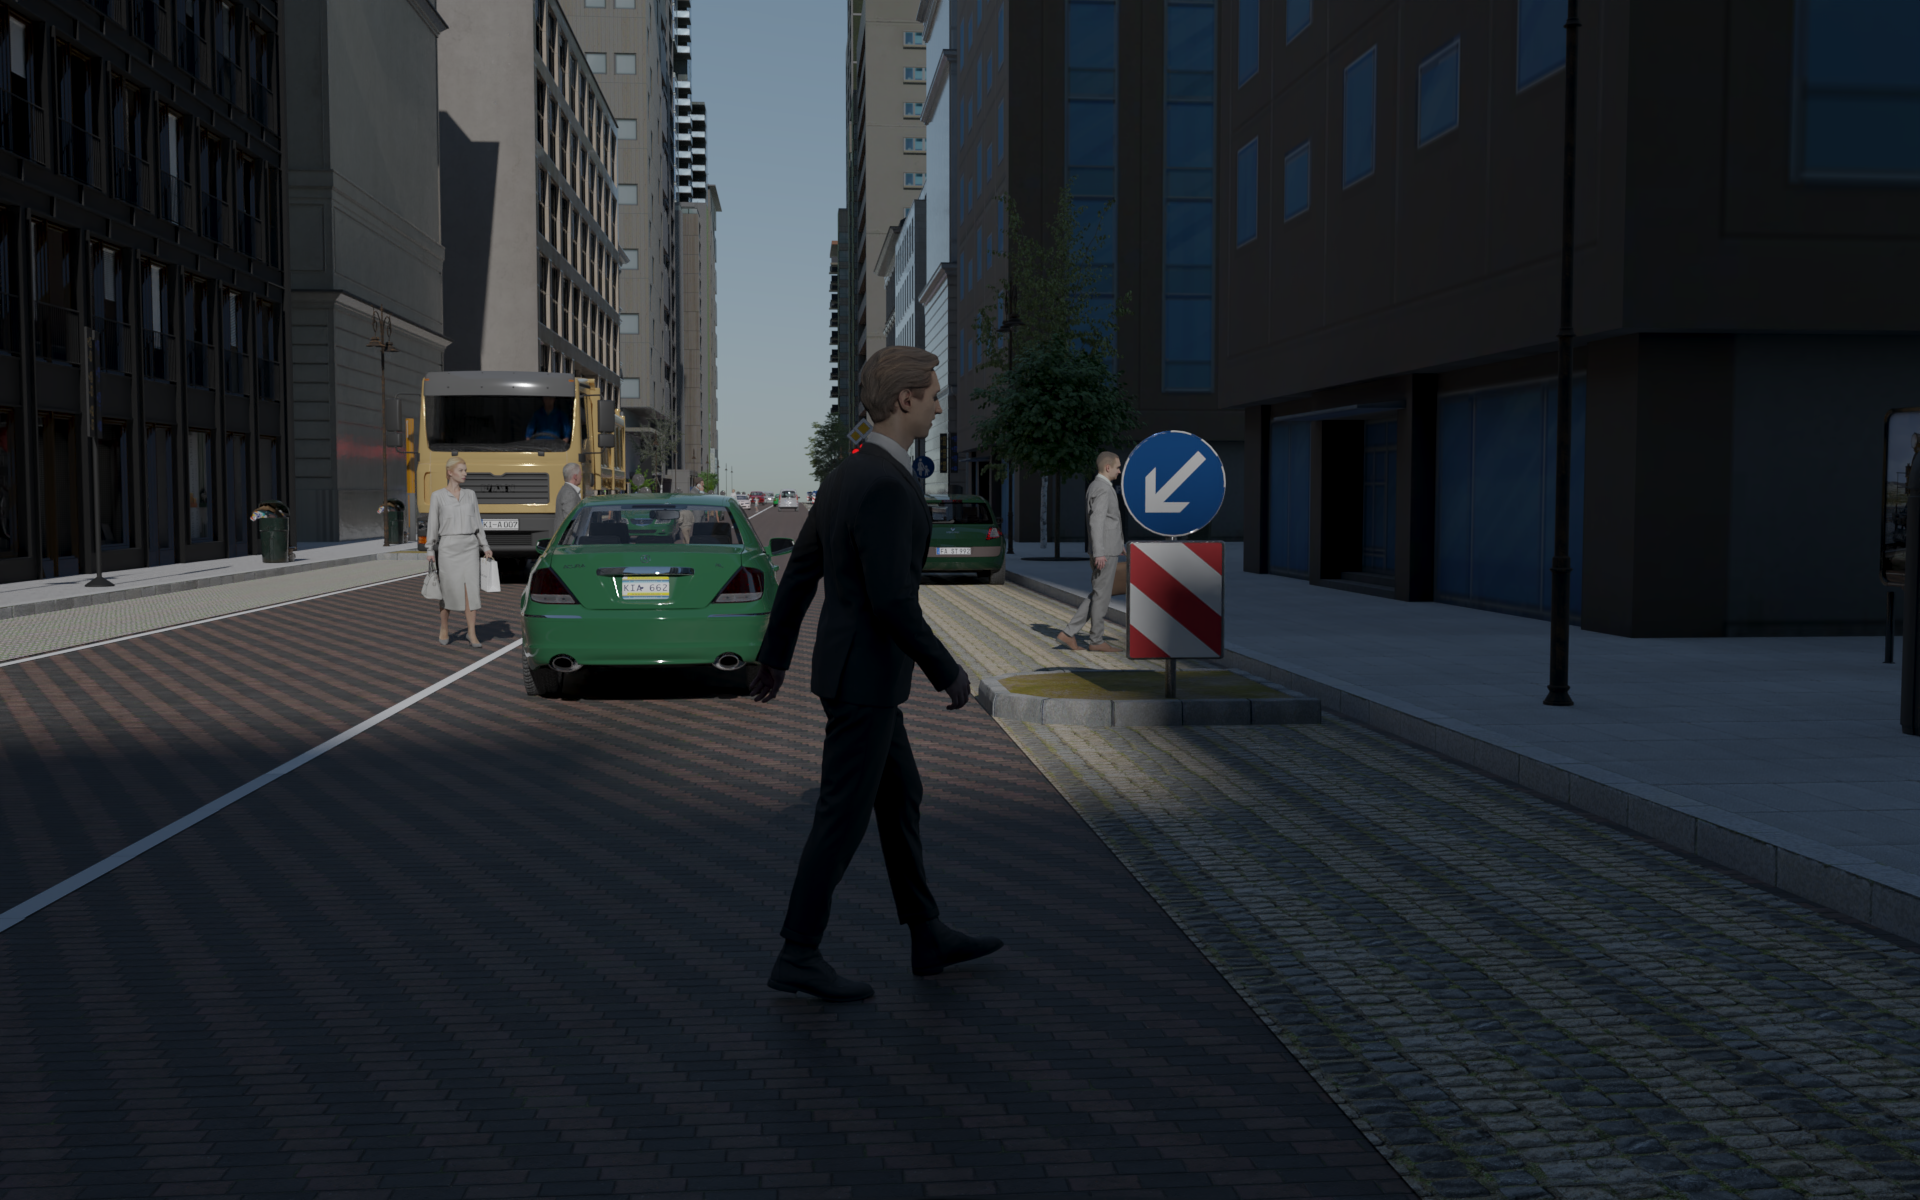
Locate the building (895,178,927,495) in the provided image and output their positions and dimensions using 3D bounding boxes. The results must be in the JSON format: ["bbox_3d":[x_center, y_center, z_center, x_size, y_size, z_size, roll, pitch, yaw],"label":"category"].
[{"bbox_3d":[2.014,-14.908,98.491,10.420,20.320,16.860,0,4,-5],"label":"building"}]

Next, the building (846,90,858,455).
[{"bbox_3d":[-4.190,-30.317,179.273,14.154,41.232,14.086,0,4,-5],"label":"building"}]

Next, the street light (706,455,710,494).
[{"bbox_3d":[-29.097,-13.873,199.602,0.468,5.910,1.993,0,4,-5],"label":"street light"}]

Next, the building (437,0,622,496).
[{"bbox_3d":[-28.453,-17.247,86.510,19.350,26.468,34.151,0,4,-5],"label":"building"}]

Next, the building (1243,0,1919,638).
[{"bbox_3d":[11.853,-22.702,21.293,14.600,45.320,14.200,0,4,-5],"label":"building"}]

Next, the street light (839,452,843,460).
[{"bbox_3d":[-11.676,-12.060,169.968,0.468,5.910,1.993,0,4,-5],"label":"street light"}]

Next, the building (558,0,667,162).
[{"bbox_3d":[-40.872,-34.752,157.426,28.713,52.752,27.495,0,4,-5],"label":"building"}]

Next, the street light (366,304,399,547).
[{"bbox_3d":[-14.041,-4.247,42.227,0.468,5.910,1.993,0,4,-5],"label":"street light"}]

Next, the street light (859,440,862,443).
[{"bbox_3d":[-6.841,-8.968,119.412,0.468,5.910,1.993,0,4,-5],"label":"street light"}]

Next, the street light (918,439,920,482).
[{"bbox_3d":[-1.491,-5.524,63.110,0.468,5.910,1.993,0,4,-5],"label":"street light"}]

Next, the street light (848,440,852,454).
[{"bbox_3d":[-9.183,-10.552,145.307,0.468,5.910,1.993,0,4,-5],"label":"street light"}]

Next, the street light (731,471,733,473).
[{"bbox_3d":[-37.153,-18.924,282.194,0.468,5.910,1.993,0,4,-5],"label":"street light"}]

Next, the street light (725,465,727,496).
[{"bbox_3d":[-34.592,-17.345,256.384,0.468,5.910,1.993,0,4,-5],"label":"street light"}]

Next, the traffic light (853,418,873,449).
[{"bbox_3d":[-3.558,-4.576,63.737,0.839,4.253,0.868,0,4,-5],"label":"traffic light"}]

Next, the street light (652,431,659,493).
[{"bbox_3d":[-21.868,-9.291,124.698,0.468,5.910,1.993,0,4,-5],"label":"street light"}]

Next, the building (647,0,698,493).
[{"bbox_3d":[-38.291,-45.442,181.227,20.563,71.187,20.611,0,4,-5],"label":"building"}]

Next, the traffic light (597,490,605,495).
[{"bbox_3d":[-14.732,-5.000,70.676,0.839,4.253,0.868,0,4,-5],"label":"traffic light"}]

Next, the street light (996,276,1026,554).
[{"bbox_3d":[1.081,-3.923,36.932,0.468,5.910,1.993,0,4,-5],"label":"street light"}]

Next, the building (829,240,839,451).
[{"bbox_3d":[-10.832,-38.982,291.972,22.147,44.769,28.867,0,4,-5],"label":"building"}]

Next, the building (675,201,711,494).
[{"bbox_3d":[-41.459,-33.754,235.473,14.154,41.232,14.086,0,4,-5],"label":"building"}]

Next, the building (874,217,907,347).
[{"bbox_3d":[-0.964,-16.883,126.941,10.553,20.767,40.483,0,4,-5],"label":"building"}]

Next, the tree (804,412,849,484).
[{"bbox_3d":[-17.652,-19.600,238.589,7.486,12.596,7.792,0,3,0],"label":"tree"}]

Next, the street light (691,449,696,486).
[{"bbox_3d":[-26.580,-12.255,173.149,0.468,5.910,1.993,0,4,-5],"label":"street light"}]

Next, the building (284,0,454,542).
[{"bbox_3d":[-31.456,-13.346,51.486,30.059,22.955,16.112,0,4,-5],"label":"building"}]

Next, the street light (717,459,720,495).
[{"bbox_3d":[-32.093,-15.746,230.236,0.468,5.910,1.993,0,4,-5],"label":"street light"}]

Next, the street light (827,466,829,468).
[{"bbox_3d":[-16.793,-15.273,222.504,0.468,5.910,1.993,0,4,-5],"label":"street light"}]

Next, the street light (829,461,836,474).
[{"bbox_3d":[-14.246,-13.657,196.082,0.468,5.910,1.993,0,4,-5],"label":"street light"}]

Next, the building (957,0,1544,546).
[{"bbox_3d":[7.447,-24.561,51.691,14.600,45.320,14.200,0,4,-5],"label":"building"}]

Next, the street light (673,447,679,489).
[{"bbox_3d":[-24.189,-10.675,147.323,0.468,5.910,1.993,0,4,-5],"label":"street light"}]

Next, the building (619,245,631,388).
[{"bbox_3d":[-28.529,-17.015,114.346,11.583,22.565,21.152,0,4,-5],"label":"building"}]

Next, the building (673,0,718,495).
[{"bbox_3d":[-47.141,-57.712,256.255,22.319,86.520,31.000,0,4,-5],"label":"building"}]

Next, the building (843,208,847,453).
[{"bbox_3d":[-5.482,-31.205,193.793,14.154,41.232,14.086,0,4,-5],"label":"building"}]

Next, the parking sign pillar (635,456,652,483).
[{"bbox_3d":[-22.187,-8.122,121.268,1.447,3.967,1.447,2,4,35],"label":"parking sign pillar"}]

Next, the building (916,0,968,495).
[{"bbox_3d":[8.501,-17.954,79.456,20.117,28.700,13.634,0,4,-5],"label":"building"}]

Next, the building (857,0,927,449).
[{"bbox_3d":[1.473,-32.905,161.700,21.300,48.544,21.600,0,4,-5],"label":"building"}]

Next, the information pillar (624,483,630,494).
[{"bbox_3d":[-21.512,-6.574,111.974,0.304,2.012,0.304,1,4,14],"label":"information pillar"}]

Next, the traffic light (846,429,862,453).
[{"bbox_3d":[-4.320,-5.062,71.686,0.839,4.253,0.868,0,4,-5],"label":"traffic light"}]

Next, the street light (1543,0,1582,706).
[{"bbox_3d":[3.646,-2.299,10.374,0.468,5.910,1.993,0,4,-5],"label":"street light"}]

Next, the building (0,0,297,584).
[{"bbox_3d":[-20.264,-12.238,29.762,12.332,23.373,15.834,0,4,-5],"label":"building"}]

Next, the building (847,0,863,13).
[{"bbox_3d":[-5.299,-47.252,210.828,20.563,71.187,20.611,0,4,-5],"label":"building"}]

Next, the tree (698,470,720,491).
[{"bbox_3d":[-32.364,-14.548,221.570,4.285,4.588,4.351,0,3,0],"label":"tree"}]

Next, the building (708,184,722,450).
[{"bbox_3d":[-54.033,-42.613,285.954,28.713,52.752,27.495,0,4,-5],"label":"building"}]

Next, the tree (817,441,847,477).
[{"bbox_3d":[-16.905,-17.219,231.896,4.360,8.622,3.978,0,3,0],"label":"tree"}]

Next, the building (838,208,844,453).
[{"bbox_3d":[-10.594,-34.637,249.902,14.154,41.232,14.086,0,4,-5],"label":"building"}]
